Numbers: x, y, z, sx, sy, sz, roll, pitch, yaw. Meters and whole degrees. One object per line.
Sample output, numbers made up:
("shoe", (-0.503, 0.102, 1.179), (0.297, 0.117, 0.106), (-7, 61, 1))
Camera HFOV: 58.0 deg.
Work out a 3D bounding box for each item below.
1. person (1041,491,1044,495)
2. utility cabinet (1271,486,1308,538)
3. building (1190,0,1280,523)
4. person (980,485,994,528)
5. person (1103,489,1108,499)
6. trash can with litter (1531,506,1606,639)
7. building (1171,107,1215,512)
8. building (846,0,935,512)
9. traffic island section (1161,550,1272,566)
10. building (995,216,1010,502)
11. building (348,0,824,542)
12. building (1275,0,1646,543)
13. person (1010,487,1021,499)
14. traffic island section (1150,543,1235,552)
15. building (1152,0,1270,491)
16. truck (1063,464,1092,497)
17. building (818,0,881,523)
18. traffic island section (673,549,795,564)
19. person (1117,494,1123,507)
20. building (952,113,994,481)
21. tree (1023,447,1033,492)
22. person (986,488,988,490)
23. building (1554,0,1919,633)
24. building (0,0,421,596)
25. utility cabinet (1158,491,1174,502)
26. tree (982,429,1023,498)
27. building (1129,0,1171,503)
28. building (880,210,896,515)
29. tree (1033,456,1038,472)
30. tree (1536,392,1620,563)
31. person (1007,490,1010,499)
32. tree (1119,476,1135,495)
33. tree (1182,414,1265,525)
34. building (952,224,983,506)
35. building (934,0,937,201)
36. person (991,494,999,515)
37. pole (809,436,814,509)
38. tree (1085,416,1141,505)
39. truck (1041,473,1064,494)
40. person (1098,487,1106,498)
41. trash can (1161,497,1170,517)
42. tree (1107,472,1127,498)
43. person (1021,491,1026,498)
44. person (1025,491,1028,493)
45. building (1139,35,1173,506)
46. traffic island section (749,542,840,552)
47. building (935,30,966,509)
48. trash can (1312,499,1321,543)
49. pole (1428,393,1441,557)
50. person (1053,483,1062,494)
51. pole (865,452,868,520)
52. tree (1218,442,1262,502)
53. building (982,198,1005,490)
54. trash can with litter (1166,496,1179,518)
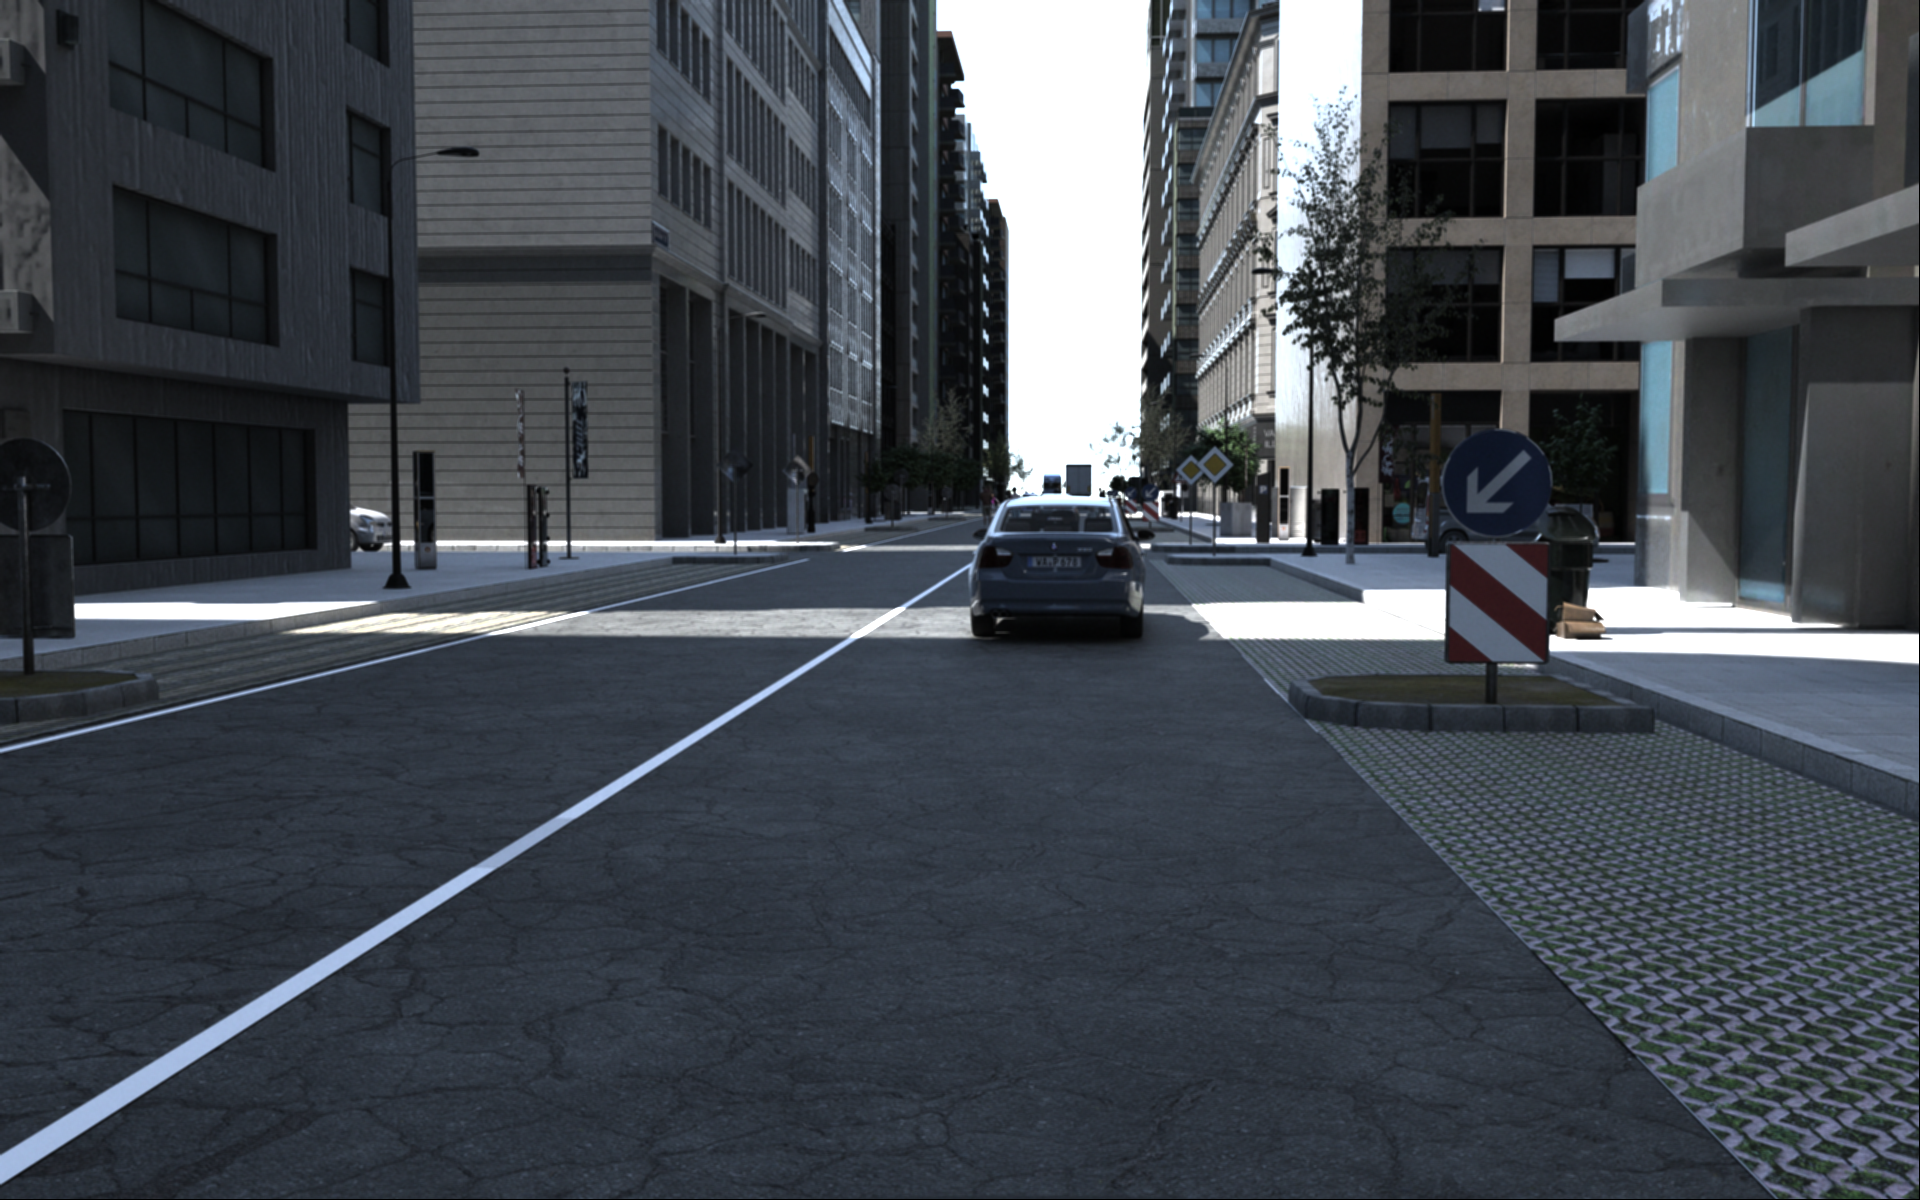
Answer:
("person", (8.496, -10.308, 177.590), (0.434, 1.755, 0.990), (2, 4, 29))
("utility cabinet", (9.642, -2.556, 50.471), (1.173, 1.500, 0.318), (3, 5, 45))
("building", (22.534, -19.512, 95.432), (17.030, 29.872, 44.131), (0, 4, 4))
("person", (1.176, -3.987, 73.661), (0.573, 1.828, 0.580), (3, 5, 39))
("person", (10.650, -7.303, 127.933), (0.705, 1.821, 1.348), (-1, 4, -16))
("trash can with litter", (5.576, -0.262, 15.669), (0.624, 1.170, 1.055), (0, 4, -1))
("building", (23.199, -22.051, 132.234), (14.160, 30.474, 14.107), (0, 4, 4))
("building", (-9.406, -27.109, 126.819), (14.154, 41.232, 14.086), (0, 4, 4))
("traffic island section", (5.292, -0.835, 35.926), (2.009, 0.180, 2.903), (0, 4, 4))
("building", (0.546, -37.985, 271.163), (14.600, 45.320, 14.200), (0, 4, 4))
("building", (-12.560, -17.334, 60.908), (11.434, 29.767, 29.804), (0, 4, 4))
("building", (27.943, -15.183, 52.752), (34.151, 26.468, 19.350), (0, 4, 4))
("person", (2.176, -3.542, 67.254), (0.563, 1.720, 0.643), (-2, 4, -35))
("traffic island section", (5.862, -1.322, 43.891), (2.009, 0.180, 2.903), (0, 4, 4))
("building", (29.426, -32.655, 153.520), (23.786, 49.044, 30.456), (0, 4, 4))
("truck", (11.330, -10.837, 166.099), (2.839, 4.237, 11.283), (0, 4, 3))
("building", (-11.082, -16.381, 85.845), (12.078, 24.808, 19.932), (0, 4, 4))
("traffic island section", (-4.773, -0.879, 36.649), (2.009, 0.180, 2.903), (0, 4, 4))
("person", (11.724, -7.072, 127.381), (0.557, 1.426, 1.065), (3, 5, 43))
("building", (-7.963, -36.747, 220.426), (23.786, 49.044, 30.456), (0, 4, 4))
("tree", (5.813, -16.016, 212.224), (4.737, 8.622, 4.395), (0, 3, 0))
("person", (1.877, -6.583, 116.155), (0.581, 1.822, 0.654), (1, 4, 14))
("building", (18.080, -23.845, 9.479), (23.786, 49.044, 30.456), (0, 4, 4))
("building", (-16.709, -15.572, 26.298), (14.107, 30.474, 14.160), (0, 4, 4))
("utility cabinet", (13.924, -6.652, 117.440), (1.173, 1.500, 0.318), (2, 4, 28))
("tree", (3.973, -14.930, 194.465), (4.737, 8.622, 4.395), (0, 3, 0))
("building", (34.101, -49.091, 240.889), (20.563, 71.187, 20.611), (0, 4, 4))
("building", (-10.841, -16.798, 104.327), (12.332, 23.373, 15.834), (0, 4, 4))
("tree", (9.204, -18.730, 256.589), (4.737, 8.622, 4.395), (0, 3, 0))
("tree", (11.845, -2.346, 32.957), (1.663, 3.219, 1.824), (0, 3, 0))
("person", (3.661, -7.162, 126.308), (0.721, 1.735, 1.217), (0, 4, -7))
("tree", (18.152, -11.700, 185.888), (1.663, 3.219, 1.824), (0, 3, 0))
("tree", (10.843, -5.369, 71.504), (4.285, 4.588, 4.351), (0, 3, 0))
("building", (-4.969, -25.242, 184.401), (14.160, 30.474, 14.107), (0, 4, 4))
("building", (-9.323, -30.037, 141.208), (14.600, 45.320, 14.200), (0, 4, 4))
("person", (2.289, -6.682, 120.970), (0.991, 1.433, 0.599), (1, 4, 22))
("pole", (-5.230, -4.108, 61.009), (0.158, 3.312, 0.155), (0, 3, 0))
("tree", (19.276, -16.582, 205.527), (8.767, 10.594, 7.601), (-3, 5, -40))
("truck", (12.103, -14.647, 229.238), (2.967, 4.110, 18.799), (0, 4, 2))
("person", (8.542, -5.934, 105.294), (0.755, 1.850, 0.659), (-1, 4, -11))
("trash can", (11.555, -5.217, 96.957), (0.748, 1.137, 0.748), (0, 3, 0))
("tree", (23.848, -16.925, 260.439), (4.285, 4.588, 4.351), (0, 3, 0))
("person", (6.553, -10.018, 173.026), (1.217, 1.736, 0.721), (1, 4, 12))
("person", (6.470, -9.880, 170.828), (0.721, 1.735, 1.217), (-1, 4, -20))
("building", (29.955, -34.029, 180.078), (21.300, 48.544, 21.600), (0, 4, 4))
("traffic island section", (-4.203, -1.366, 44.613), (2.009, 0.180, 2.903), (0, 4, 4))
("building", (-11.009, -31.087, 162.893), (22.147, 44.769, 28.867), (0, 4, 4))
("trash can", (9.618, -2.095, 45.904), (0.748, 1.137, 0.748), (0, 3, 0))
("pole", (9.622, -2.524, 35.110), (0.158, 3.312, 0.155), (0, 3, 0))
("person", (4.174, -3.950, 72.449), (0.474, 1.900, 0.648), (-3, 4, -37))
("pole", (-4.483, -5.489, 83.590), (0.158, 3.312, 0.155), (0, 3, 0))
("tree", (10.292, -4.297, 64.855), (1.663, 3.219, 1.824), (0, 3, 0))
("building", (-4.985, -36.416, 250.026), (22.147, 44.769, 28.867), (0, 4, 4))
("trash can with litter", (11.280, -4.965, 92.567), (0.624, 1.170, 1.055), (-1, 4, -17))
